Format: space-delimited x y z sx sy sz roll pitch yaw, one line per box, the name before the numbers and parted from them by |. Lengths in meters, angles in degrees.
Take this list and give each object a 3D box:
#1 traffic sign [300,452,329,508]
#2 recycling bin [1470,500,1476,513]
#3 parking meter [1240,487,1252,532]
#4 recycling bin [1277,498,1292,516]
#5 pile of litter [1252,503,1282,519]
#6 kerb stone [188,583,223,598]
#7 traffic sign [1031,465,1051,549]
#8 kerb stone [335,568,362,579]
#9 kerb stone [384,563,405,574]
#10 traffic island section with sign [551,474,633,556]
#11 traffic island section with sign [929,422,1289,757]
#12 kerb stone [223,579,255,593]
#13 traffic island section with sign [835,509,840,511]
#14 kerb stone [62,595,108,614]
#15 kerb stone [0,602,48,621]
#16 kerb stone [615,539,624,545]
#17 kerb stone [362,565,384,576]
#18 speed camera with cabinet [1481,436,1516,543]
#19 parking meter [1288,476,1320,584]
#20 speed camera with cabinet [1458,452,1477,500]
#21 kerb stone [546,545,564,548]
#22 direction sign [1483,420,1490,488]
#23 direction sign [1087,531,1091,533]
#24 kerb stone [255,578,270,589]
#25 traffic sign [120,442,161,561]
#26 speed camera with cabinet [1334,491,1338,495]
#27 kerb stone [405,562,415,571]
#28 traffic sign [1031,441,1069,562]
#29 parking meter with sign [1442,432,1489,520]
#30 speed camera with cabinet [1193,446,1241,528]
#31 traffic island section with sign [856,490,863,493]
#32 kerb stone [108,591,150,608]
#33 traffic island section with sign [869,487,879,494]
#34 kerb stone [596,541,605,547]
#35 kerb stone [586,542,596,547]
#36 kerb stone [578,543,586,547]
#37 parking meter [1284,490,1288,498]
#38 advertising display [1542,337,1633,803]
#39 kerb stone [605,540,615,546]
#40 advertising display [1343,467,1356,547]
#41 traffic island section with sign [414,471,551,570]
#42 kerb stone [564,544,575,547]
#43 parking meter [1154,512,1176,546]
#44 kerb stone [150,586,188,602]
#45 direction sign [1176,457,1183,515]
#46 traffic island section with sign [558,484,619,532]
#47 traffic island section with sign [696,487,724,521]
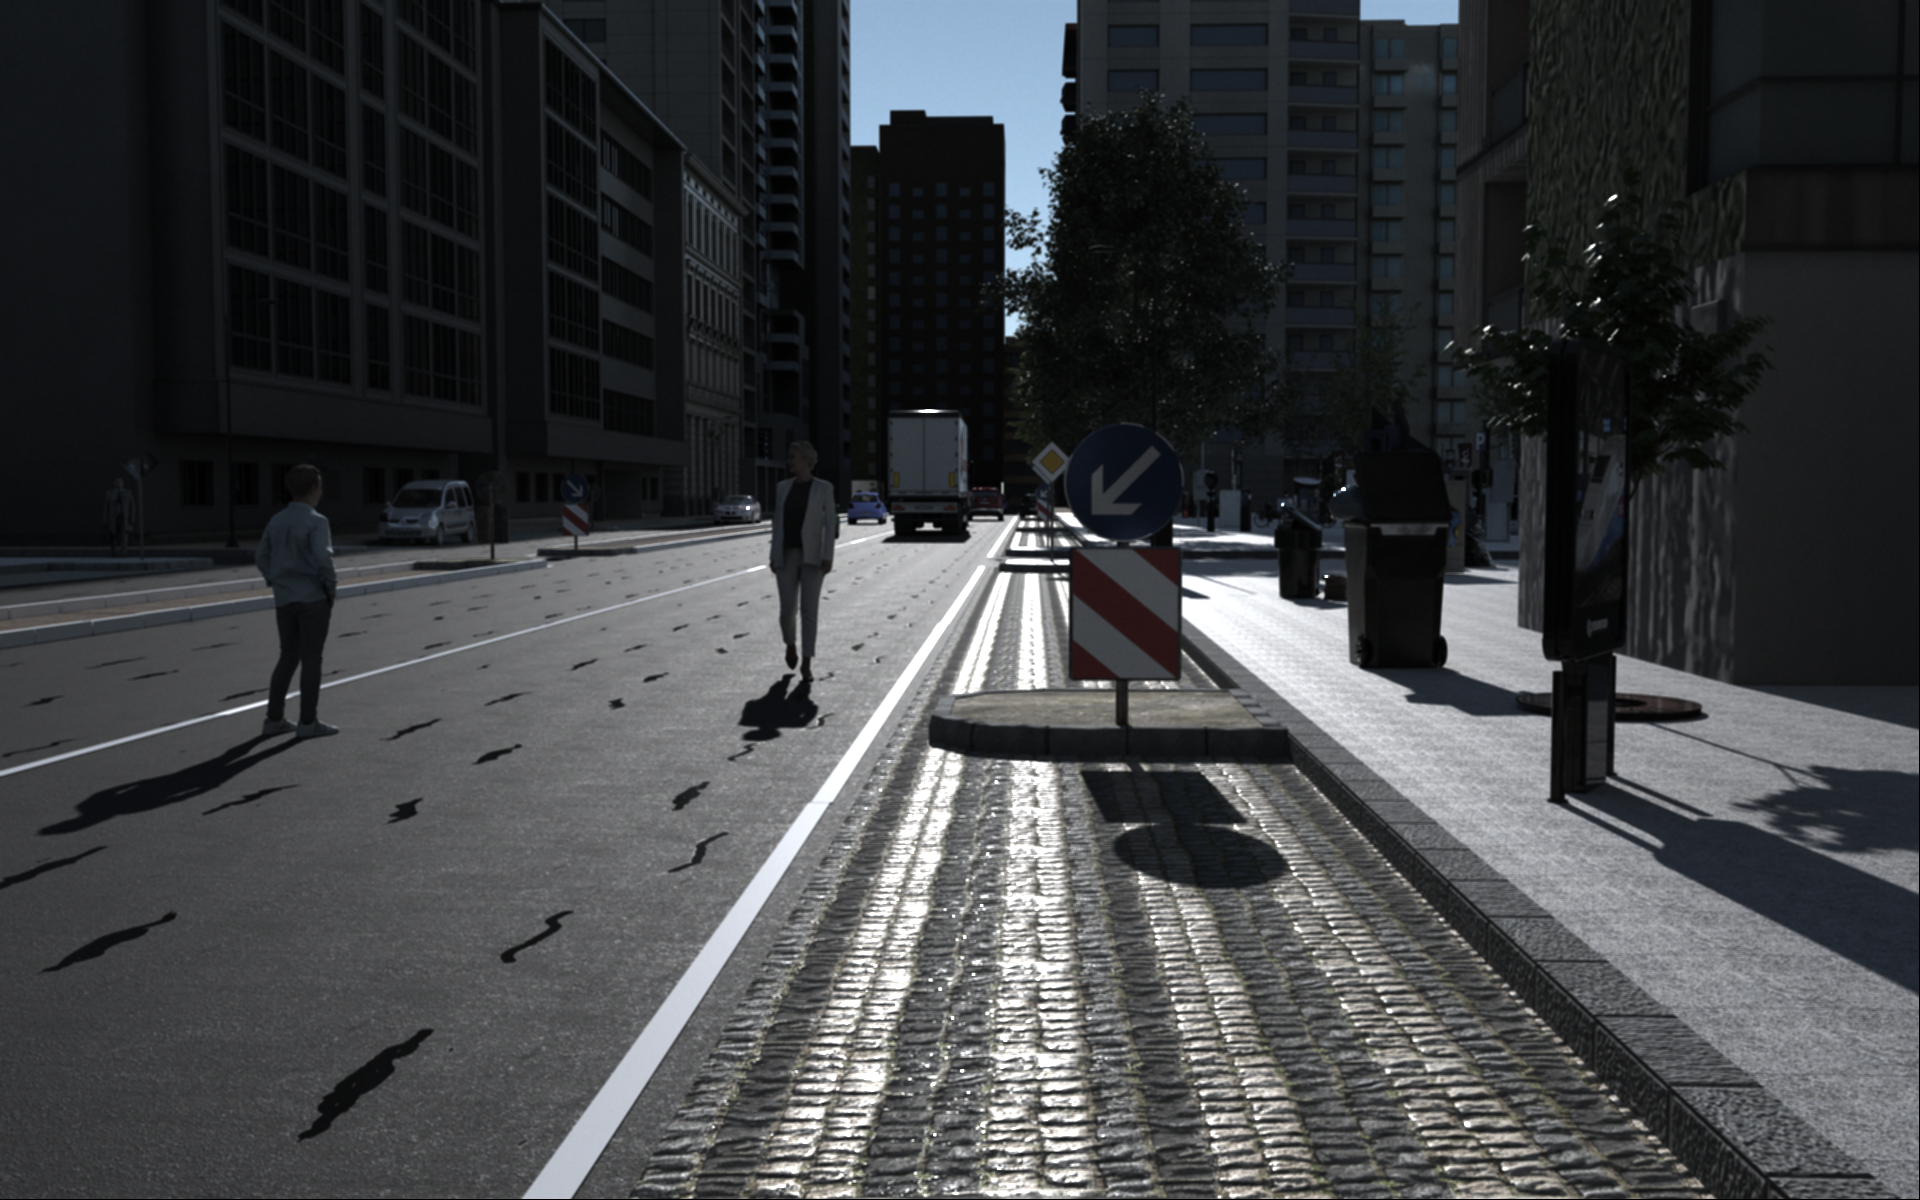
traffic sign | -15.465 -2.307 41.368 0.795 2.450 0.064 0 4 2
recycling bin | 21.776 -3.739 73.684 0.722 1.027 0.722 0 4 7
parking meter | 9.810 -3.120 59.422 0.372 1.533 0.369 0 3 0
recycling bin | 19.261 -5.514 102.706 0.722 1.027 0.722 2 4 28
pile of litter | 16.156 -4.712 91.007 1.719 0.858 1.176 1 4 19
kerb stone | -10.651 -0.126 24.248 0.120 0.150 1.000 0 4 2
traffic sign | 2.064 -2.262 40.624 0.795 2.450 0.064 0 4 2
kerb stone | -10.444 -0.439 29.365 0.120 0.150 1.000 0 4 2
kerb stone | -10.350 -0.564 31.413 0.120 0.150 1.000 0 4 2
traffic island section with sign | -8.898 -1.999 40.814 2.006 1.907 1.989 0 4 2
traffic island section with sign | 0.832 -0.106 10.354 1.989 1.847 2.006 0 4 2
kerb stone | -10.615 -0.188 25.269 0.120 0.150 1.000 0 4 2
traffic island section with sign | -10.955 -8.227 143.133 1.989 1.847 2.006 0 4 2
kerb stone | -10.779 0.063 21.183 0.120 0.150 1.000 0 4 2
kerb stone | -10.819 0.124 20.162 0.120 0.150 1.000 0 4 2
kerb stone | -9.650 -1.603 48.399 0.120 0.150 1.000 0 4 2
kerb stone | -10.395 -0.494 30.387 0.120 0.150 1.000 0 4 2
speed camera with cabinet | 14.442 -3.192 46.519 0.660 3.252 2.038 1 4 9
parking meter | 4.965 -1.003 24.814 0.372 1.533 0.369 0 3 0
speed camera with cabinet | 24.196 -5.362 82.012 2.038 3.252 0.660 -1 4 -8
kerb stone | -9.906 -1.224 42.253 0.120 0.150 1.000 0 4 2
direction sign | 16.142 -3.742 53.171 0.379 3.537 0.876 0 4 6
direction sign | 4.429 -4.017 57.673 0.379 3.537 0.876 -1 4 -20
kerb stone | -10.568 -0.251 26.298 0.120 0.150 1.000 0 4 2
traffic sign | -15.795 -1.819 33.389 0.795 2.450 0.064 0 4 2
speed camera with cabinet | 21.390 -6.224 96.106 2.038 3.252 0.660 1 4 16
kerb stone | -10.315 -0.626 32.450 0.120 0.150 1.000 0 4 2
traffic sign | 1.733 -1.774 32.646 0.795 2.450 0.064 0 4 2
parking meter with sign | 13.798 -3.177 48.206 1.738 3.016 0.543 -1 4 -19
speed camera with cabinet | 10.033 -4.423 66.644 2.038 3.252 0.660 2 4 27
traffic island section with sign | -9.828 -9.874 170.064 1.989 1.847 2.006 0 4 2
kerb stone | -10.736 0.002 22.204 0.120 0.150 1.000 0 4 2
traffic island section with sign | -5.798 -6.590 115.889 2.006 1.907 1.989 0 4 2
kerb stone | -9.740 -1.472 46.342 0.120 0.150 1.000 0 4 2
kerb stone | -9.774 -1.414 45.320 0.120 0.150 1.000 0 4 2
kerb stone | -9.823 -1.349 44.299 0.120 0.150 1.000 0 4 2
parking meter | 20.399 -6.103 108.202 0.372 1.533 0.369 0 3 0
advertising display | 2.729 -0.141 7.523 0.123 1.923 0.974 2 4 34
kerb stone | -9.693 -1.530 47.364 0.120 0.150 1.000 0 4 2
advertising display | 9.797 -2.254 42.074 0.974 1.923 0.123 0 4 -2
traffic island section with sign | -9.214 -1.546 33.413 2.006 1.907 1.989 0 4 2
kerb stone | -9.860 -1.289 43.274 0.120 0.150 1.000 0 4 2
parking meter | 2.917 -1.171 24.853 0.255 1.863 0.399 0 4 4
kerb stone | -10.691 -0.063 23.227 0.120 0.150 1.000 0 4 2
direction sign | 13.025 -6.902 104.843 0.876 3.537 0.379 1 4 13
traffic island section with sign | -14.132 -3.518 66.150 1.989 1.847 2.006 0 4 2
traffic island section with sign | -13.014 -5.165 93.082 1.989 1.847 2.006 0 4 2
